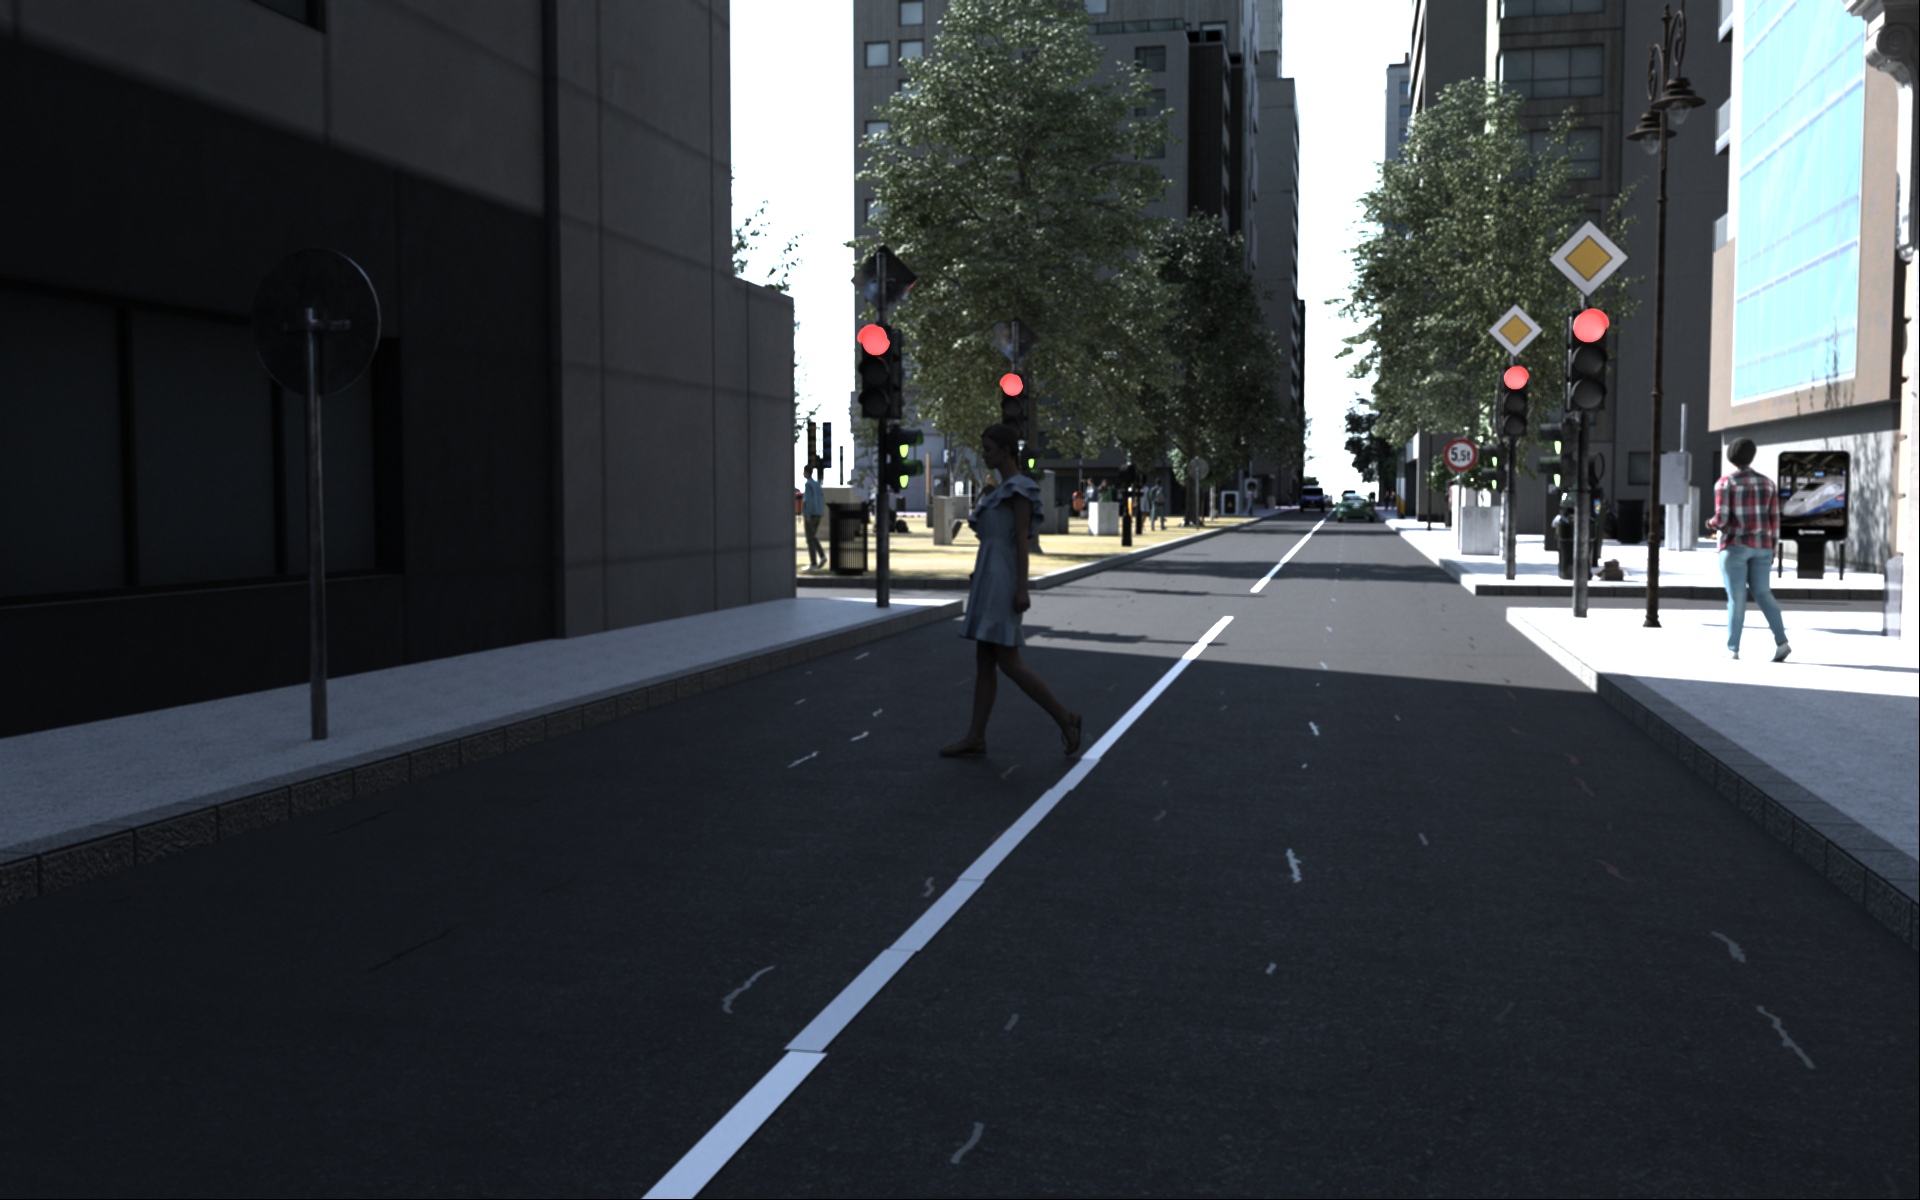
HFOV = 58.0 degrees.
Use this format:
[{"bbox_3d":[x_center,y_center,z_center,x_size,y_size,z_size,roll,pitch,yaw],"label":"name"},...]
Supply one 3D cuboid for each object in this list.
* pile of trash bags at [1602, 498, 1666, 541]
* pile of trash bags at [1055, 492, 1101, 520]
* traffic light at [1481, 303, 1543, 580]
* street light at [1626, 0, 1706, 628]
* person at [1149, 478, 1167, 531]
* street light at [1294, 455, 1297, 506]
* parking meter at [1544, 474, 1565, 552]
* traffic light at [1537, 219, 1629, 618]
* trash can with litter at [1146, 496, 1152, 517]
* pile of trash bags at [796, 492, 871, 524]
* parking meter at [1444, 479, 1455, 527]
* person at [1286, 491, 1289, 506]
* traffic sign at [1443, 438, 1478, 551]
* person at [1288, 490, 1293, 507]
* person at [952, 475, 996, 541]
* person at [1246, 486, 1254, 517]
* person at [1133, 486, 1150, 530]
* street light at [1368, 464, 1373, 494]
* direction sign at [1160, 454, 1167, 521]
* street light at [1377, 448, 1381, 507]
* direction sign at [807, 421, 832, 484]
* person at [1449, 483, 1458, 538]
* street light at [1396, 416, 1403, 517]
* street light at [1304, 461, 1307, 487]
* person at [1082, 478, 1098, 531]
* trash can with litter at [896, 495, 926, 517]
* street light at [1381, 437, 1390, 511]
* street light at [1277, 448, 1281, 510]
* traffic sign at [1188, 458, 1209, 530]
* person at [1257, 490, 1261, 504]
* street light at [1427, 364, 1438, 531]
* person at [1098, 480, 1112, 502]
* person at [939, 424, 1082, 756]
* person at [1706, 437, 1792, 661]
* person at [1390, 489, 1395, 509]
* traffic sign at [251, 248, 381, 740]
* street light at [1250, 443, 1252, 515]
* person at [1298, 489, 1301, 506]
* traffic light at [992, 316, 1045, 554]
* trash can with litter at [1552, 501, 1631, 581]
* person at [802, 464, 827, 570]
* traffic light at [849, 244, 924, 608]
[{"bbox_3d":[18.956,-2.325,47.772,1.912,1.369,3.447,-1,4,-17],"label":"pile of trash bags"},{"bbox_3d":[6.871,-5.346,97.164,3.447,1.369,1.912,-2,4,-31],"label":"pile of trash bags"},{"bbox_3d":[8.178,-2.249,25.685,0.839,4.253,0.868,1,4,13],"label":"traffic light"},{"bbox_3d":[6.662,-2.673,16.500,0.468,5.910,1.993,1,4,13],"label":"street light"},{"bbox_3d":[6.841,-3.310,60.152,0.794,1.824,0.713,3,5,41],"label":"person"},{"bbox_3d":[35.601,-12.885,183.451,0.468,5.910,1.993,1,4,13],"label":"street light"},{"bbox_3d":[13.261,-2.011,38.591,0.255,1.863,0.399,-3,5,-42],"label":"parking meter"},{"bbox_3d":[6.427,-1.772,17.894,0.839,4.253,0.868,1,4,13],"label":"traffic light"},{"bbox_3d":[10.546,-5.316,98.307,0.624,1.170,1.055,-2,4,-25],"label":"trash can with litter"},{"bbox_3d":[-5.582,-4.029,75.620,3.447,1.369,1.912,0,4,2],"label":"pile of trash bags"},{"bbox_3d":[18.881,-3.731,66.706,0.399,1.863,0.255,-2,4,-26],"label":"parking meter"},{"bbox_3d":[34.781,-10.764,183.504,0.415,1.643,0.593,2,4,31],"label":"person"},{"bbox_3d":[11.341,-2.396,39.278,0.768,2.556,0.104,1,4,17],"label":"traffic sign"},{"bbox_3d":[32.112,-9.867,168.198,0.721,1.723,1.217,2,4,25],"label":"person"},{"bbox_3d":[0.417,-2.539,47.778,1.509,1.804,0.699,0,4,-1],"label":"person"},{"bbox_3d":[16.444,-5.591,98.298,0.643,1.720,0.563,-1,4,-11],"label":"person"},{"bbox_3d":[6.455,-3.390,61.566,0.616,1.811,0.778,0,4,-5],"label":"person"},{"bbox_3d":[60.041,-17.224,254.399,0.468,5.910,1.993,1,4,13],"label":"street light"},{"bbox_3d":[9.616,-5.486,81.697,0.379,3.537,0.876,1,4,12],"label":"direction sign"},{"bbox_3d":[41.860,-12.245,172.995,0.468,5.910,1.993,1,4,13],"label":"street light"},{"bbox_3d":[-4.383,-3.797,54.081,0.876,3.537,0.379,1,4,22],"label":"direction sign"},{"bbox_3d":[14.409,-2.688,49.999,0.555,1.821,0.388,0,4,7],"label":"person"},{"bbox_3d":[25.000,-7.693,98.574,0.468,5.910,1.993,1,4,13],"label":"street light"},{"bbox_3d":[44.443,-15.289,222.770,0.468,5.910,1.993,1,4,13],"label":"street light"},{"bbox_3d":[4.576,-3.286,59.799,0.654,1.822,0.581,-3,5,-43],"label":"person"},{"bbox_3d":[-2.880,-5.180,95.756,2.233,1.210,1.678,-1,4,-19],"label":"trash can with litter"},{"bbox_3d":[32.954,-9.846,133.775,0.468,5.910,1.993,1,4,13],"label":"street light"},{"bbox_3d":[26.124,-10.323,141.569,0.468,5.910,1.993,1,4,13],"label":"street light"},{"bbox_3d":[8.450,-3.754,61.481,0.768,2.556,0.104,1,4,22],"label":"traffic sign"},{"bbox_3d":[31.631,-10.836,183.933,1.217,1.735,0.721,3,5,42],"label":"person"},{"bbox_3d":[16.133,-5.297,59.392,0.468,5.910,1.993,1,4,13],"label":"street light"},{"bbox_3d":[5.259,-3.459,62.840,0.600,1.795,0.529,1,4,10],"label":"person"},{"bbox_3d":[0.272,-0.053,9.460,0.778,1.811,0.616,0,4,1],"label":"person"},{"bbox_3d":[6.082,-0.397,13.380,0.563,1.720,0.643,-1,4,-10],"label":"person"},{"bbox_3d":[37.837,-8.860,151.626,0.721,1.735,1.217,0,4,1],"label":"person"},{"bbox_3d":[-3.354,-0.543,8.992,0.768,2.556,0.104,1,4,15],"label":"traffic sign"},{"bbox_3d":[17.232,-7.924,102.353,0.468,5.910,1.993,1,4,13],"label":"street light"},{"bbox_3d":[37.740,-11.398,192.499,0.705,1.812,1.348,0,4,7],"label":"person"},{"bbox_3d":[0.894,-2.347,27.300,0.839,4.253,0.868,1,4,13],"label":"traffic light"},{"bbox_3d":[9.440,-0.887,25.889,1.055,1.170,0.624,0,4,7],"label":"trash can with litter"},{"bbox_3d":[-2.470,-1.397,29.233,0.444,1.785,0.601,2,4,32],"label":"person"},{"bbox_3d":[-0.857,-1.871,19.509,0.839,4.253,0.868,1,4,13],"label":"traffic light"}]
